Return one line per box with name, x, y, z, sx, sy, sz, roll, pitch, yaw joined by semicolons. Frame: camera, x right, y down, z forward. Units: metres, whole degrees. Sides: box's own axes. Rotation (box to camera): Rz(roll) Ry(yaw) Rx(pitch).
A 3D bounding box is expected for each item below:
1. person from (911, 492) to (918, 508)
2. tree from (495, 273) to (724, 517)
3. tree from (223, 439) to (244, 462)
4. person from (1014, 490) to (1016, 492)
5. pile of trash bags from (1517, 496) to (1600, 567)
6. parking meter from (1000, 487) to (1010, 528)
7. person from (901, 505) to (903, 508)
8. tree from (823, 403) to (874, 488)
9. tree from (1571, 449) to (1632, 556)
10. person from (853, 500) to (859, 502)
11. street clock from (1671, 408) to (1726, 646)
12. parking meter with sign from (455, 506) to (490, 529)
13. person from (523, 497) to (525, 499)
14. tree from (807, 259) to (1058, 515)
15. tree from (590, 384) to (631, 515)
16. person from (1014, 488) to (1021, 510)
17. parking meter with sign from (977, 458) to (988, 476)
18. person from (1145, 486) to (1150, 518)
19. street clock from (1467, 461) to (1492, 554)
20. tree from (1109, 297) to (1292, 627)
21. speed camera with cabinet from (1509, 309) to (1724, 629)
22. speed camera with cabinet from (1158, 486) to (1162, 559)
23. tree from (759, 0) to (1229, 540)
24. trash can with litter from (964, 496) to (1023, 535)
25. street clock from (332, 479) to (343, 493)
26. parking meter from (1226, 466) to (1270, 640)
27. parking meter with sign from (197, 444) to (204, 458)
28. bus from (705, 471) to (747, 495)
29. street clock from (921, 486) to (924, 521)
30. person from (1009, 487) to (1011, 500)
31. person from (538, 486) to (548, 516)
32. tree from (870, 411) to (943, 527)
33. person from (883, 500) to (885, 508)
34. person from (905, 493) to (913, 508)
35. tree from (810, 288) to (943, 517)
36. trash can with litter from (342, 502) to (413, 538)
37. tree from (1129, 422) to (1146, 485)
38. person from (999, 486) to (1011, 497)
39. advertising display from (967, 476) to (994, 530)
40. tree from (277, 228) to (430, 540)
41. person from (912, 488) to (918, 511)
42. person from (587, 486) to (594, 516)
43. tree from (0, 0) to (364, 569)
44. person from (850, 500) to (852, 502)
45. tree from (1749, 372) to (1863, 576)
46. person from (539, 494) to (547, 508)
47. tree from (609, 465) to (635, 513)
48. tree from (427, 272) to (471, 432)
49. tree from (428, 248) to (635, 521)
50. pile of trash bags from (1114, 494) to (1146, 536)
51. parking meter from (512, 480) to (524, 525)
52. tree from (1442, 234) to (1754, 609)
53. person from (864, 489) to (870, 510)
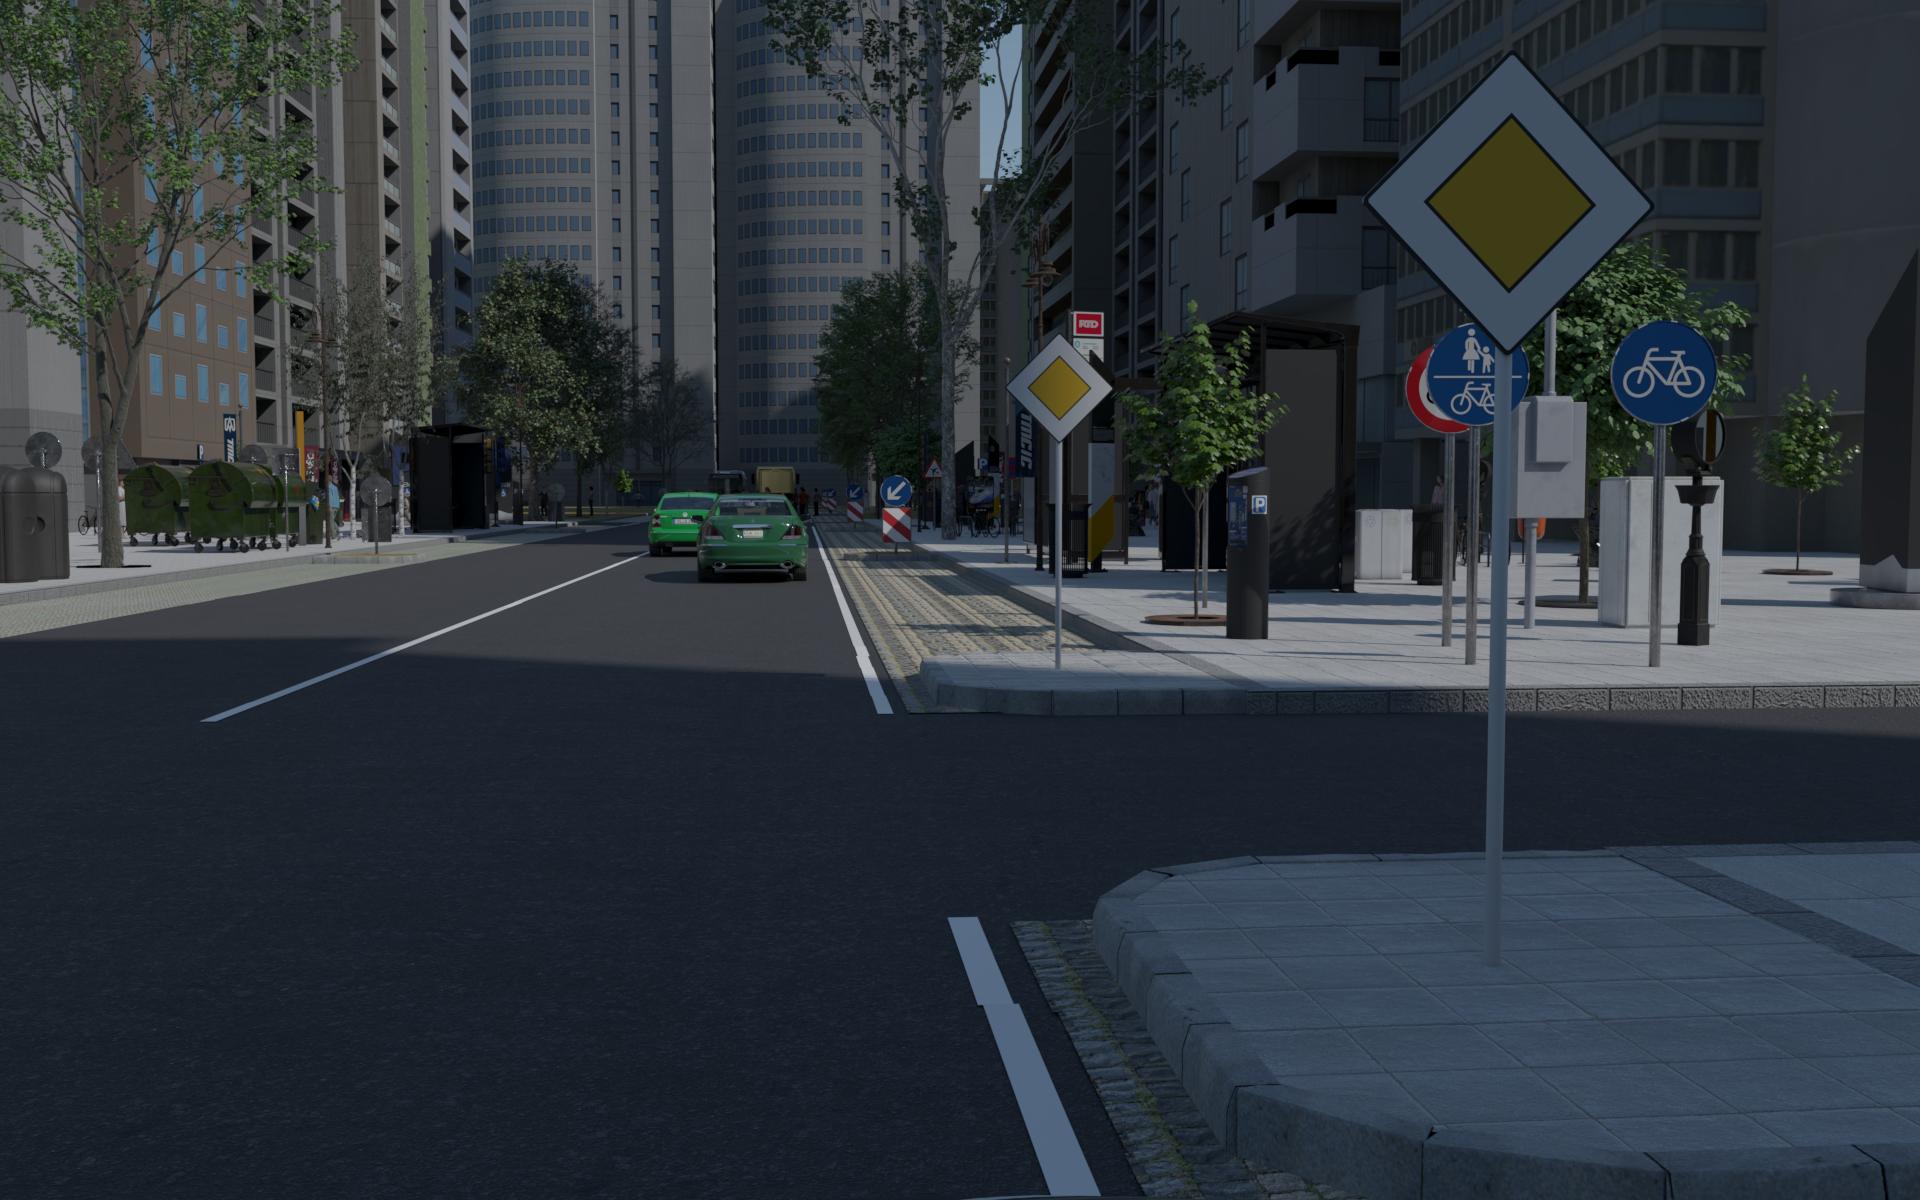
person;-4.274;-9.036;157.011;0.991;1.433;0.599;0;4;6
tree;-20.941;-11.318;95.418;12.009;13.543;11.850;0;3;0
tree;-25.190;-4.043;60.703;1.663;3.219;1.824;0;3;0
person;5.092;-9.403;161.247;0.593;1.643;0.415;1;4;12
pile of trash bags;11.476;-1.298;30.968;1.912;1.369;3.447;-3;5;-41
parking meter;1.738;-3.550;66.446;0.372;1.533;0.369;0;3;0
person;-5.164;-9.462;161.300;0.990;1.755;0.434;-2;4;-27
tree;-8.394;-11.306;135.220;4.737;8.622;4.395;0;3;0
tree;13.349;-2.527;35.919;1.663;3.219;1.824;0;3;0
person;-6.802;-6.512;113.061;0.434;1.755;0.990;0;4;-6
street clock;6.235;-0.618;14.667;0.471;2.002;0.358;-3;4;-36
parking meter with sign;-18.126;-4.104;63.363;1.738;3.016;0.543;-1;4;-14
person;-31.282;-7.145;122.828;0.705;1.831;1.348;-3;5;-44
tree;-2.622;-9.170;75.685;9.928;11.665;9.643;0;3;0
tree;-22.221;-9.649;108.124;4.737;8.622;4.395;0;3;0
person;4.503;-8.066;138.470;0.990;1.755;0.434;-2;4;-30
parking meter with sign;1.114;-5.430;85.036;0.543;3.016;1.738;0;4;0
person;9.980;-5.210;92.018;1.217;1.735;0.721;3;4;38
street clock;11.199;-2.006;37.362;0.471;2.002;0.358;3;4;38
tree;2.236;-1.385;17.241;1.663;3.219;1.824;0;3;0
speed camera with cabinet;6.239;-1.365;16.657;2.038;3.252;0.660;0;4;-5
speed camera with cabinet;4.330;-2.381;33.269;0.660;3.252;2.038;0;4;-8
tree;0.983;-11.709;47.331;12.611;20.169;13.585;0;3;0
trash can with litter;1.268;-2.717;55.485;2.233;1.210;1.678;1;4;17
street clock;-29.903;-4.810;83.216;0.471;2.002;0.358;-1;4;-16
parking meter;2.557;-0.426;15.379;0.372;1.533;0.369;0;3;0
parking meter with sign;-27.454;-3.938;60.651;1.738;3.016;0.543;-1;4;-10
bus;-17.643;-8.372;131.747;2.948;3.499;13.247;0;4;-6
street clock;-1.802;-4.850;83.868;0.358;2.002;0.471;0;4;4
person;3.263;-6.836;117.829;0.705;1.821;1.348;-1;4;-9
person;-24.159;-5.708;100.174;0.742;1.727;0.445;-3;4;-36
tree;-1.950;-5.217;69.019;4.285;4.588;4.351;0;3;0
person;-6.091;-7.893;135.896;0.445;1.727;0.742;-2;4;-32
person;-3.135;-5.986;104.828;0.541;1.710;0.530;0;4;-2
tree;-4.618;-10.817;94.986;7.486;12.596;7.792;0;3;0
trash can with litter;-17.678;-2.480;51.602;2.233;1.210;1.678;3;5;43
tree;5.638;-4.950;64.651;4.285;4.588;4.351;0;3;0
person;2.730;-6.300;109.147;1.348;1.812;0.705;0;4;-7
advertising display;0.728;-3.448;61.588;0.974;1.923;0.123;-1;4;-16
tree;-17.049;-5.995;48.388;4.360;8.622;3.978;0;3;0
person;-3.494;-7.766;133.024;0.705;1.824;1.348;2;4;26
person;-21.574;-5.761;100.940;0.721;1.736;1.217;0;4;0
tree;-14.634;-6.371;29.918;9.928;11.665;9.643;0;3;0
person;-10.371;-9.477;164.228;0.421;1.427;0.697;0;4;6
tree;13.532;-2.019;27.611;1.663;3.219;1.824;0;3;0
person;-37.845;-9.288;158.032;1.348;1.807;0.705;1;4;22
tree;-22.627;-7.449;116.400;1.663;3.219;1.824;0;3;0
tree;-17.284;-6.308;53.500;4.360;8.622;3.978;0;3;0
tree;-19.926;-10.030;81.000;9.611;12.733;9.660;0;3;0
pile of trash bags;4.772;-2.695;53.811;1.912;1.369;3.447;0;4;4
parking meter;-18.417;-4.066;72.186;0.399;1.863;0.255;1;4;22
tree;7.182;-2.216;19.953;4.285;4.588;4.351;0;3;0
person;-7.739;-8.362;143.426;0.551;1.740;0.621;-2;4;-31
